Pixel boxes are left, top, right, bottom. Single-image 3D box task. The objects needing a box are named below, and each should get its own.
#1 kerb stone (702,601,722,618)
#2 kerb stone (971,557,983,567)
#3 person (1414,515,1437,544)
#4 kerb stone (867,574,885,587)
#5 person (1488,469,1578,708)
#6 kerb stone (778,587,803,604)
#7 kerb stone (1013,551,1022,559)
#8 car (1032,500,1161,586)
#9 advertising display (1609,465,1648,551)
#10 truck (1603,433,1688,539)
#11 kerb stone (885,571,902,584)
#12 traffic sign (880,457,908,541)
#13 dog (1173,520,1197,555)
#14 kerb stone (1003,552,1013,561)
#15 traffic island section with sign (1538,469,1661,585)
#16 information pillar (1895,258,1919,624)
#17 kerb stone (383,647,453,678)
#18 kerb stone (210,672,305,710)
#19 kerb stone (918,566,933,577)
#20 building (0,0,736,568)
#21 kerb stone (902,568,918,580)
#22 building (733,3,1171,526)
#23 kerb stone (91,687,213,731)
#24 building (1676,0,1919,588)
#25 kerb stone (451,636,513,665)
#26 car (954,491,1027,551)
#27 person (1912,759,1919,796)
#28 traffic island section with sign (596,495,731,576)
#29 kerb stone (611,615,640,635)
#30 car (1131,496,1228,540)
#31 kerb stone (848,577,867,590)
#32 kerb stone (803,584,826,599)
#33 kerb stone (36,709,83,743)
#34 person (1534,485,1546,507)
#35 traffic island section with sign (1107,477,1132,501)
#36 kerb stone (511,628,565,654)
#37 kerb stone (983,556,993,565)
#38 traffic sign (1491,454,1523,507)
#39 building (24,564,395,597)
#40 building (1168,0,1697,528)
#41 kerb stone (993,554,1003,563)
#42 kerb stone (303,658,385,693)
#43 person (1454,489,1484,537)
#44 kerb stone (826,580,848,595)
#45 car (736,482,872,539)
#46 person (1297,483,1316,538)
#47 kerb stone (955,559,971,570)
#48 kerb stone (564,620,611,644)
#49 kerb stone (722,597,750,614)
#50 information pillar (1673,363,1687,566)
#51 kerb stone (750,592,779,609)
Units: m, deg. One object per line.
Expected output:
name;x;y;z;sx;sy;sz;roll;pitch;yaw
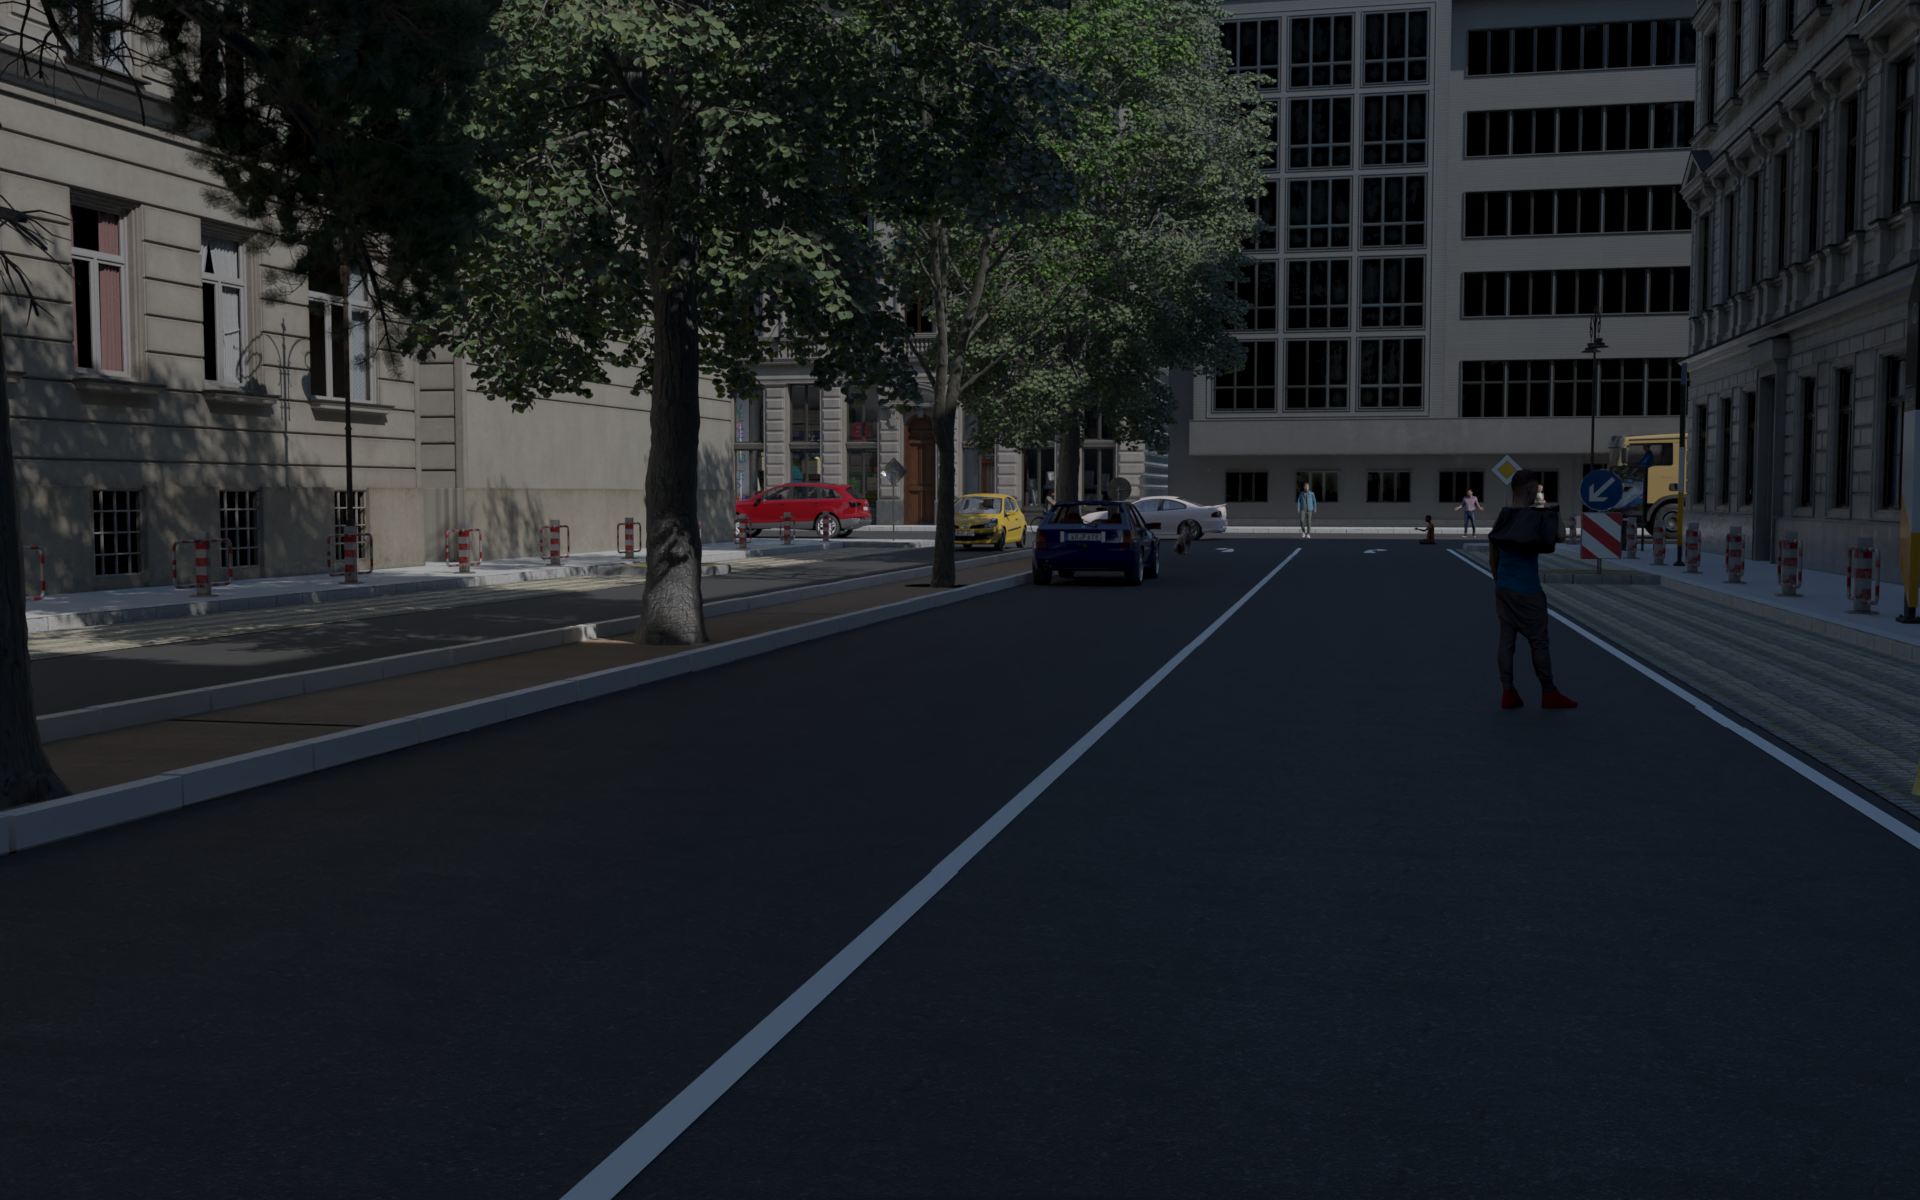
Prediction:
kerb stone;-3.004;0.142;19.892;0.120;0.150;1.000;1;4;13
kerb stone;0.229;-0.716;33.899;0.120;0.150;1.000;1;4;13
person;13.301;-1.999;49.469;0.655;0.850;0.859;1;4;17
kerb stone;-1.396;-0.287;26.889;0.120;0.150;1.000;1;4;13
person;3.809;-0.070;11.521;0.662;1.594;0.647;-3;4;-37
kerb stone;-2.319;-0.042;22.889;0.120;0.150;1.000;1;4;13
kerb stone;1.143;-0.959;37.894;0.120;0.150;1.000;1;4;13
car;2.294;-0.977;28.556;1.945;1.354;3.894;1;4;12
advertising display;15.064;-2.071;39.068;0.123;1.923;0.974;-2;4;-29
truck;24.880;-3.634;55.338;9.791;3.379;3.469;1;4;14
kerb stone;-1.165;-0.348;27.893;0.120;0.150;1.000;1;4;13
traffic sign;-1.811;-2.668;47.259;0.795;2.450;0.064;1;4;13
dog;5.333;-1.492;41.223;0.513;0.831;0.800;0;4;1
kerb stone;0.917;-0.898;36.894;0.120;0.150;1.000;1;4;13
traffic island section with sign;10.235;-1.200;28.249;1.989;1.847;2.006;1;4;13
information pillar;9.491;-1.583;17.236;0.183;3.616;0.504;1;4;17
kerb stone;-4.397;0.509;13.875;0.120;0.150;1.000;1;4;13
kerb stone;-4.859;0.632;11.879;0.120;0.150;1.000;1;4;13
kerb stone;-0.693;-0.471;29.893;0.120;0.150;1.000;1;4;13
building;-21.547;-12.776;42.177;30.059;22.955;16.112;1;4;13
kerb stone;-0.927;-0.410;28.896;0.120;0.150;1.000;1;4;13
building;-0.627;-15.020;74.462;19.941;23.489;11.050;1;4;13
kerb stone;-5.089;0.692;10.882;0.120;0.150;1.000;1;4;13
building;19.712;-10.172;30.947;10.561;19.102;19.286;1;4;13
kerb stone;-4.163;0.449;14.896;0.120;0.150;1.000;1;4;13
car;0.577;-2.124;44.949;2.015;1.641;3.980;1;4;14
person;3.583;0.219;5.135;0.699;1.804;1.509;-1;4;-11
traffic island section with sign;-5.217;-1.378;31.159;1.989;1.847;2.006;1;4;13
kerb stone;-3.465;0.267;17.896;0.120;0.150;1.000;1;4;13
car;6.000;-2.585;54.622;4.827;1.381;2.083;1;4;14
kerb stone;-1.630;-0.226;25.891;0.120;0.150;1.000;1;4;13
kerb stone;-2.086;-0.103;23.887;0.120;0.150;1.000;1;4;13
kerb stone;-5.313;0.758;9.875;0.120;0.150;1.000;1;4;13
person;20.619;-3.213;61.582;0.519;1.759;0.362;-2;4;-25
traffic island section with sign;4.156;-2.327;46.190;2.006;1.907;1.989;1;4;13
kerb stone;-3.932;0.385;15.898;0.120;0.150;1.000;1;4;13
kerb stone;0.458;-0.777;34.897;0.120;0.150;1.000;1;4;13
traffic sign;13.771;-2.447;43.657;0.795;2.450;0.064;1;4;13
building;-19.783;-11.292;17.916;16.112;22.955;30.059;1;4;13
building;23.978;-15.340;69.878;30.058;24.678;14.314;1;4;13
kerb stone;0.680;-0.836;35.897;0.120;0.150;1.000;1;4;13
kerb stone;-4.626;0.574;12.877;0.120;0.150;1.000;1;4;13
person;16.957;-2.887;57.667;0.963;1.587;0.435;1;4;17
kerb stone;-1.854;-0.159;24.886;0.120;0.150;1.000;1;4;13
car;-5.559;-2.947;56.861;5.304;1.827;2.281;1;4;11
person;11.331;-2.922;56.626;0.601;1.785;0.444;1;4;18
kerb stone;-0.011;-0.653;32.896;0.120;0.150;1.000;1;4;13
kerb stone;-3.699;0.326;16.896;0.120;0.150;1.000;1;4;13
kerb stone;-2.788;0.080;20.893;0.120;0.150;1.000;1;4;13
information pillar;12.813;-2.409;30.745;0.183;3.616;0.504;2;4;24
kerb stone;-2.543;0.022;21.890;0.120;0.150;1.000;1;4;13
